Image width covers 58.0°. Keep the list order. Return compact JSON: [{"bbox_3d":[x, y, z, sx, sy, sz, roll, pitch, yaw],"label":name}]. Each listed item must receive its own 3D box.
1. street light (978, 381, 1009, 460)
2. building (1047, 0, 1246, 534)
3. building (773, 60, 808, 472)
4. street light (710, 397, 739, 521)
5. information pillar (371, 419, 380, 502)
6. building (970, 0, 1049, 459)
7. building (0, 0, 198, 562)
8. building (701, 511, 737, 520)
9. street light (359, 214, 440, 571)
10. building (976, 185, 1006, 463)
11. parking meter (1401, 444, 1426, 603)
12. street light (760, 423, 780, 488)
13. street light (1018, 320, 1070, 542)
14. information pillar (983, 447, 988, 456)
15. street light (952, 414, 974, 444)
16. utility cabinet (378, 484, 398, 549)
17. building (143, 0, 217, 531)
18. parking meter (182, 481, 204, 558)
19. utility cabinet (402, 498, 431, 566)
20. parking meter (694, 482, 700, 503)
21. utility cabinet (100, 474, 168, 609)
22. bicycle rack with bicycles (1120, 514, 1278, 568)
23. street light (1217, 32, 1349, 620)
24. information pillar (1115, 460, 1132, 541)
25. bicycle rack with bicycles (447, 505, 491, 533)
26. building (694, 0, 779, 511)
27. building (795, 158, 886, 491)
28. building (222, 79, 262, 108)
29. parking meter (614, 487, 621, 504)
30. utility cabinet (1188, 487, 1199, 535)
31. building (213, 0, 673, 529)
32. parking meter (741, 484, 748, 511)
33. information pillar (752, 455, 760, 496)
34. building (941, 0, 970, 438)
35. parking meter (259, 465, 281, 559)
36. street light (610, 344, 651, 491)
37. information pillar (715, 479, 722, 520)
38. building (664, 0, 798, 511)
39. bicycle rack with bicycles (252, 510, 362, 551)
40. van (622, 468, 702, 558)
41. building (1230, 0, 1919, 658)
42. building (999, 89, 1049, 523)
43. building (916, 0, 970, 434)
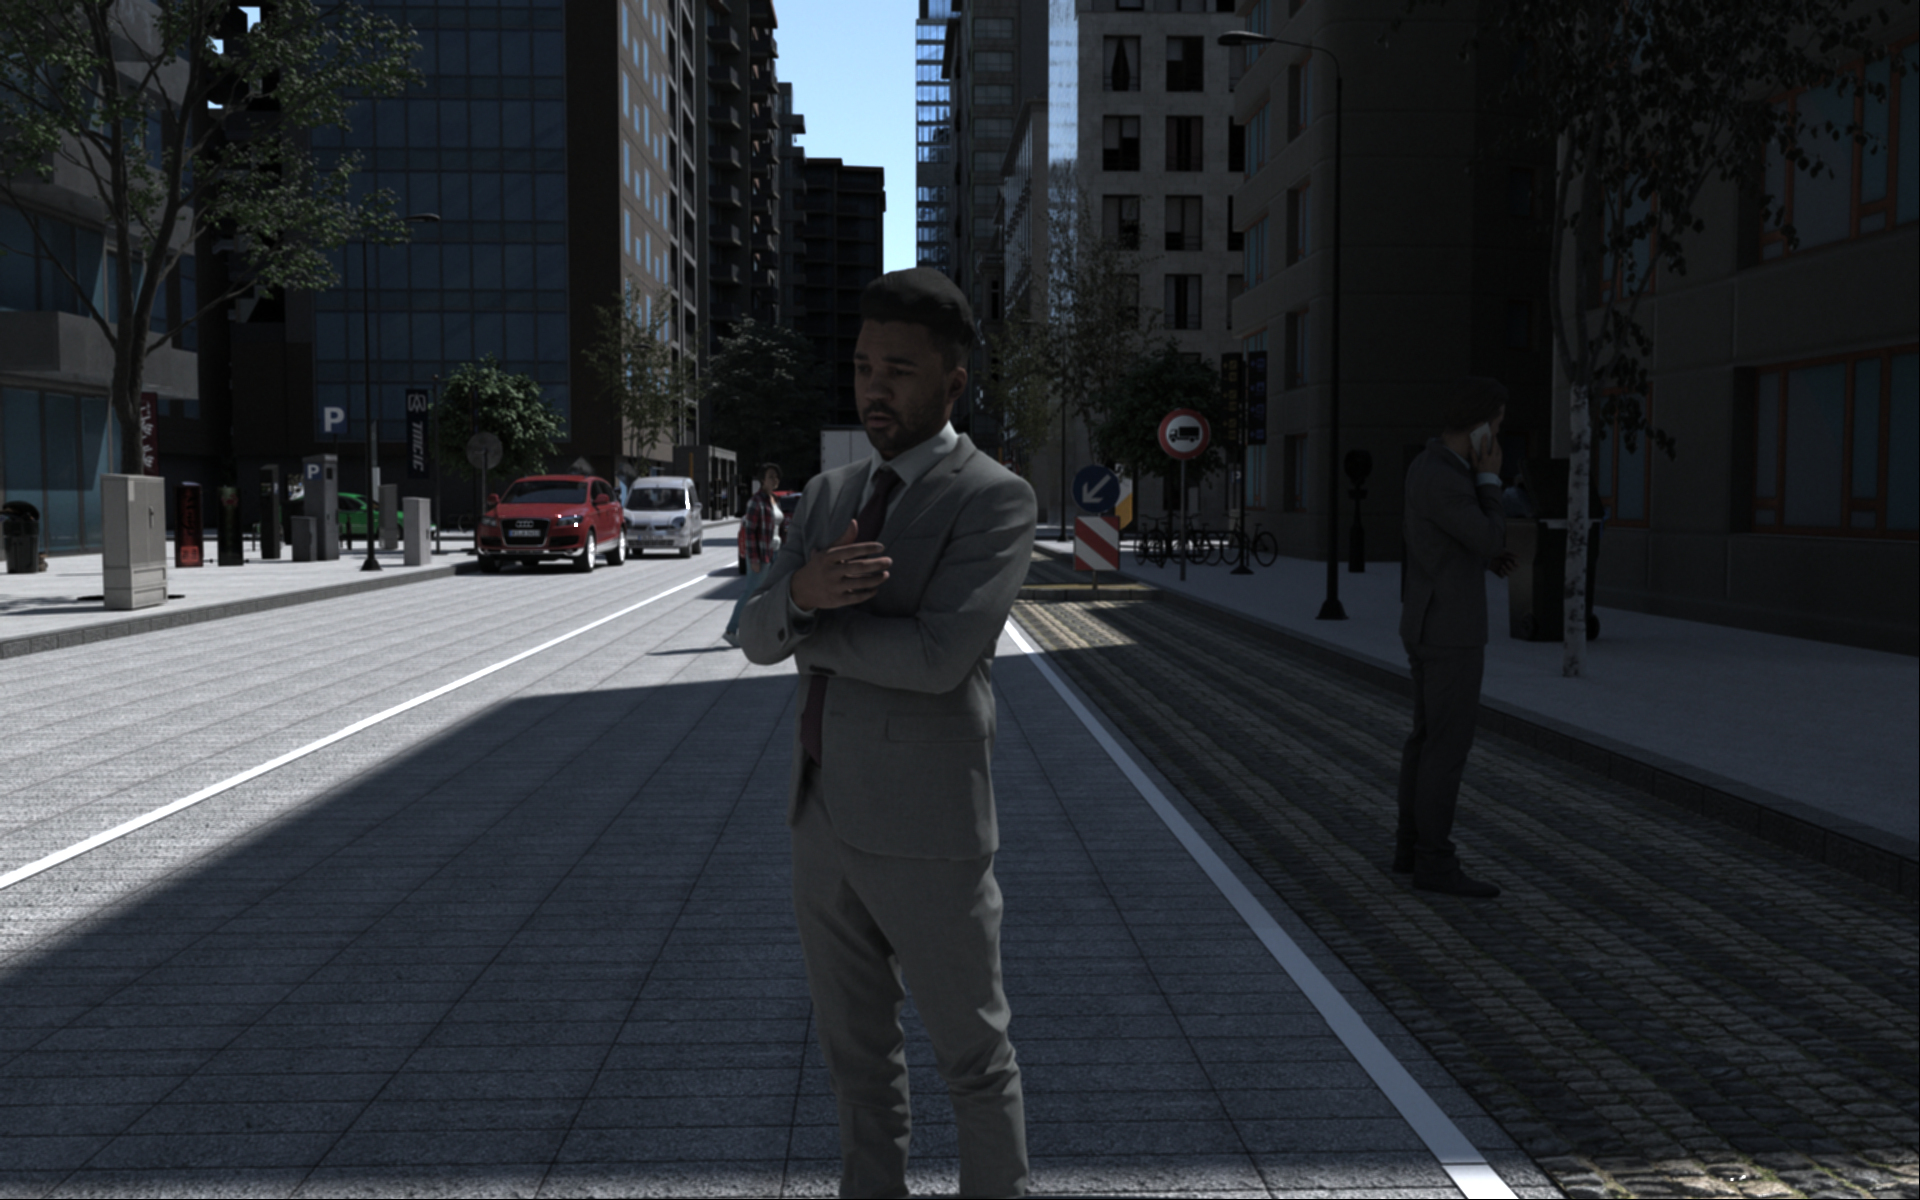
[{"bbox_3d":[1.449,-6.024,71.038,1.470,5.913,1.316,0,4,-2],"label":"street light"},{"bbox_3d":[11.921,-12.573,60.314,16.860,20.320,10.420,0,4,-2],"label":"building"},{"bbox_3d":[-32.407,-34.958,191.176,30.456,49.044,23.786,0,4,-2],"label":"building"},{"bbox_3d":[-11.290,-6.767,83.183,1.470,5.913,1.316,0,4,-2],"label":"street light"},{"bbox_3d":[-18.252,-3.828,53.943,0.504,3.616,0.183,2,4,32],"label":"information pillar"},{"bbox_3d":[7.764,-27.971,140.914,14.154,41.232,14.086,0,4,-2],"label":"building"},{"bbox_3d":[-32.135,-25.162,31.012,30.456,49.044,23.786,0,4,-2],"label":"building"},{"bbox_3d":[-23.184,-40.164,94.936,20.563,71.187,20.611,0,4,-2],"label":"building"},{"bbox_3d":[-9.328,-3.445,28.865,1.470,5.913,1.316,0,4,-2],"label":"street light"},{"bbox_3d":[8.347,-17.942,112.438,14.460,24.649,34.723,0,4,-2],"label":"building"},{"bbox_3d":[5.423,-0.902,20.455,0.399,1.863,0.255,-3,5,-44],"label":"parking meter"},{"bbox_3d":[-12.404,-8.570,112.666,1.470,5.913,1.316,0,4,-2],"label":"street light"},{"bbox_3d":[2.243,-4.520,46.440,1.470,5.913,1.316,0,4,-2],"label":"street light"},{"bbox_3d":[1.206,-5.810,86.350,0.504,3.616,0.183,3,5,42],"label":"information pillar"},{"bbox_3d":[0.258,-7.838,100.693,1.470,5.913,1.316,0,4,-2],"label":"street light"},{"bbox_3d":[-13.300,-1.930,40.228,0.318,1.500,1.173,-2,4,-24],"label":"utility cabinet"},{"bbox_3d":[-34.487,-25.065,59.929,14.200,45.320,14.600,0,4,-2],"label":"building"},{"bbox_3d":[-15.390,-1.610,34.734,0.372,1.533,0.369,0,3,0],"label":"parking meter"},{"bbox_3d":[-9.779,-1.227,31.228,0.306,1.237,1.020,0,4,-6],"label":"utility cabinet"},{"bbox_3d":[-12.716,-4.780,83.866,0.255,1.863,0.399,0,4,-3],"label":"parking meter"},{"bbox_3d":[-9.293,-0.664,19.534,0.318,1.500,1.173,0,4,-7],"label":"utility cabinet"},{"bbox_3d":[3.971,-1.091,31.214,2.852,0.926,2.925,-2,4,-23],"label":"bicycle rack with bicycles"},{"bbox_3d":[3.282,-2.756,17.603,1.470,5.913,1.316,0,4,-2],"label":"street light"},{"bbox_3d":[4.438,-3.408,47.079,0.504,3.616,0.183,2,4,31],"label":"information pillar"},{"bbox_3d":[-15.872,-2.728,57.981,2.925,0.926,2.852,2,4,29],"label":"bicycle rack with bicycles"},{"bbox_3d":[-26.392,-29.836,142.448,22.147,44.769,28.867,0,4,-2],"label":"building"},{"bbox_3d":[-23.964,-34.793,223.487,28.867,44.769,22.147,0,4,-2],"label":"building"},{"bbox_3d":[-76.848,-38.869,224.744,27.495,52.752,28.713,0,4,-2],"label":"building"},{"bbox_3d":[-12.002,-3.181,60.425,0.372,1.533,0.369,0,3,0],"label":"parking meter"},{"bbox_3d":[7.326,-2.805,54.545,0.318,1.500,1.173,0,4,6],"label":"utility cabinet"},{"bbox_3d":[-19.433,-25.598,68.640,14.600,45.320,14.200,0,4,-2],"label":"building"},{"bbox_3d":[-12.078,-5.581,96.959,0.255,1.863,0.399,-3,4,-38],"label":"parking meter"},{"bbox_3d":[-12.356,-6.958,105.118,0.504,3.616,0.183,1,4,11],"label":"information pillar"},{"bbox_3d":[12.642,-36.774,190.491,28.713,52.752,27.495,0,4,-2],"label":"building"},{"bbox_3d":[-13.607,-1.739,34.148,0.255,1.863,0.399,0,4,-1],"label":"parking meter"},{"bbox_3d":[-10.279,-4.973,53.851,1.470,5.913,1.316,0,4,-2],"label":"street light"},{"bbox_3d":[-11.957,-4.945,85.342,0.304,2.012,0.304,2,4,32],"label":"information pillar"},{"bbox_3d":[-26.263,-44.556,166.745,20.563,71.187,20.611,0,4,-2],"label":"building"},{"bbox_3d":[-15.138,-1.630,40.032,2.852,0.926,2.925,-1,4,-16],"label":"bicycle rack with bicycles"},{"bbox_3d":[-6.904,-2.011,39.894,2.013,2.044,4.112,0,4,-4],"label":"van"},{"bbox_3d":[20.834,-11.132,27.045,27.650,21.520,28.899,0,4,-2],"label":"building"},{"bbox_3d":[7.358,-14.436,85.175,9.793,20.994,18.267,0,4,-2],"label":"building"},{"bbox_3d":[5.928,-55.731,223.871,31.000,86.520,22.319,0,4,-2],"label":"building"}]
